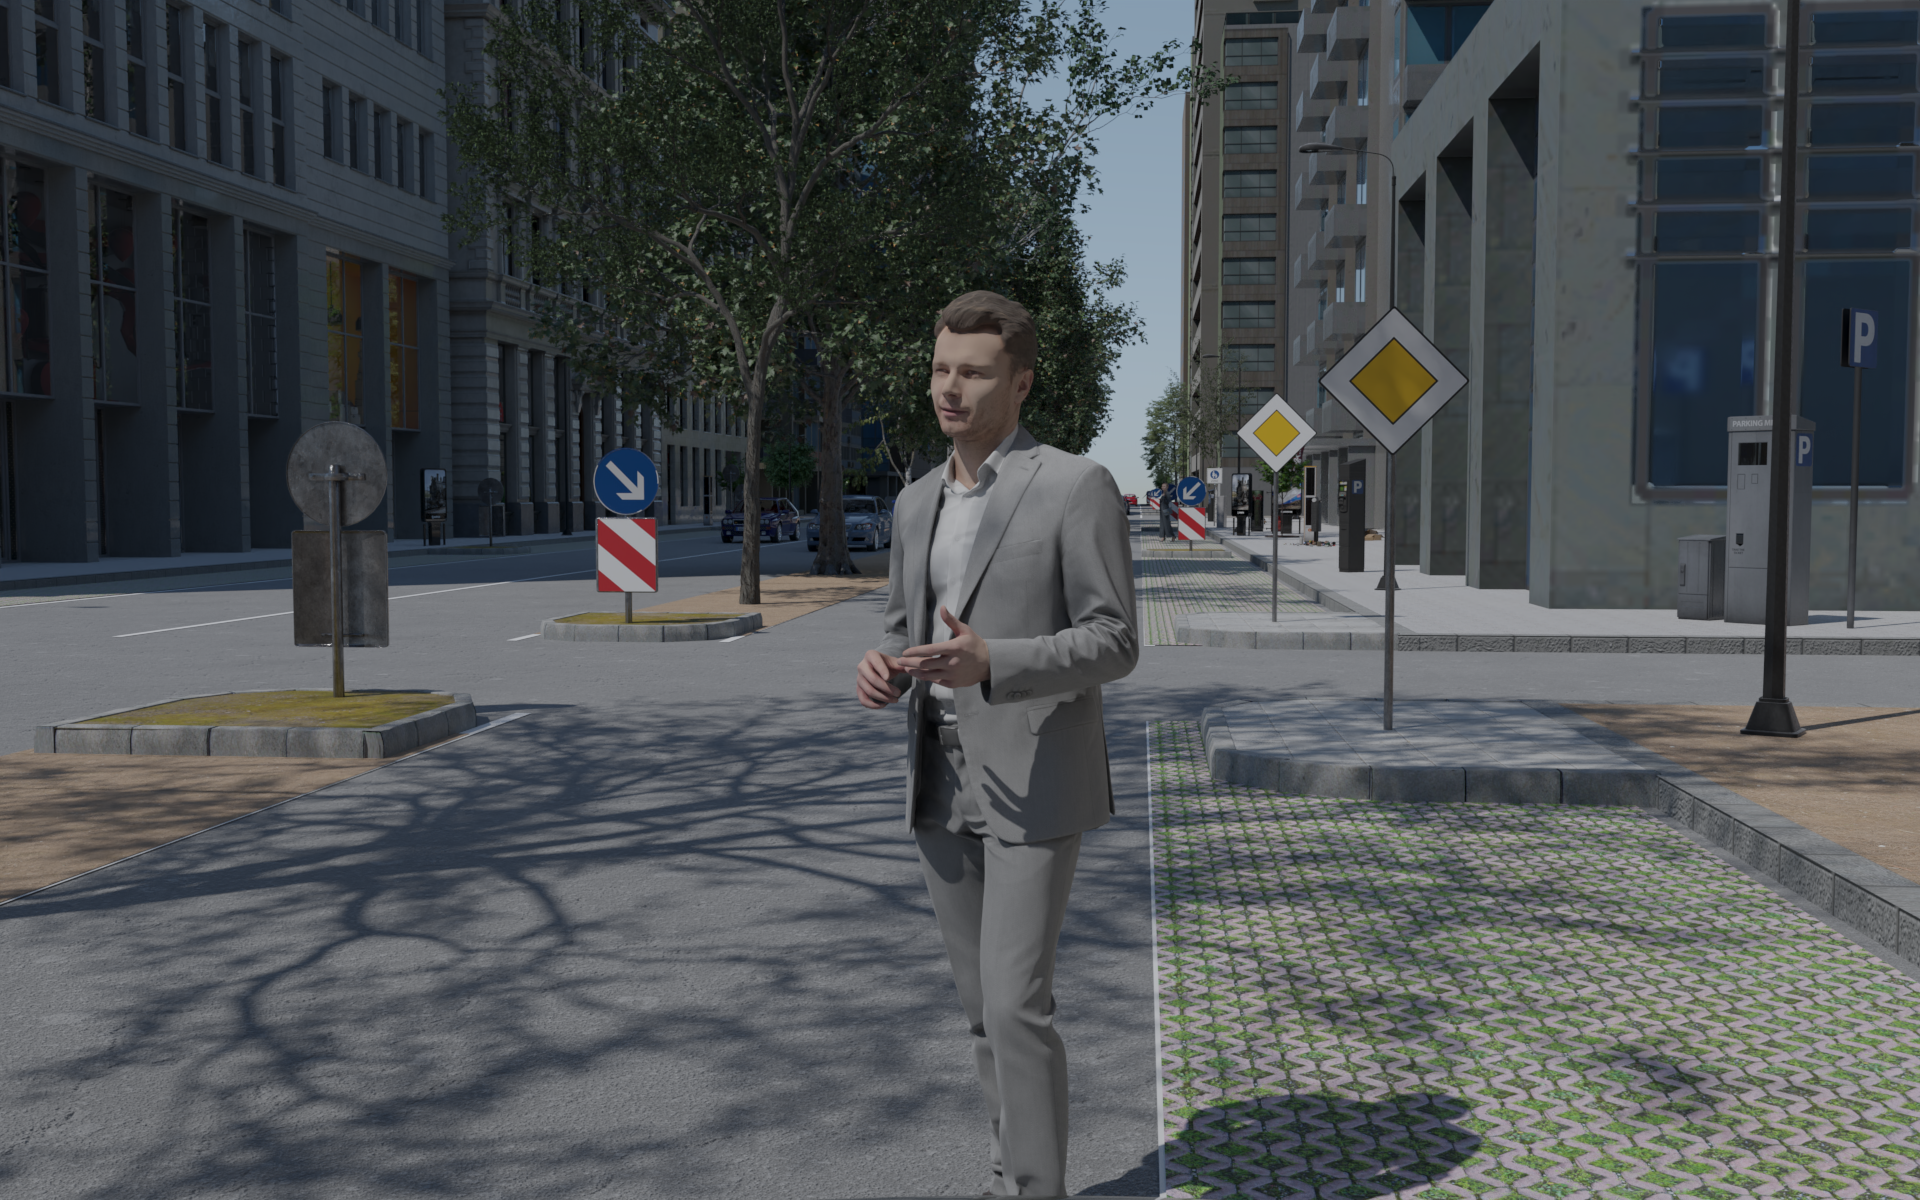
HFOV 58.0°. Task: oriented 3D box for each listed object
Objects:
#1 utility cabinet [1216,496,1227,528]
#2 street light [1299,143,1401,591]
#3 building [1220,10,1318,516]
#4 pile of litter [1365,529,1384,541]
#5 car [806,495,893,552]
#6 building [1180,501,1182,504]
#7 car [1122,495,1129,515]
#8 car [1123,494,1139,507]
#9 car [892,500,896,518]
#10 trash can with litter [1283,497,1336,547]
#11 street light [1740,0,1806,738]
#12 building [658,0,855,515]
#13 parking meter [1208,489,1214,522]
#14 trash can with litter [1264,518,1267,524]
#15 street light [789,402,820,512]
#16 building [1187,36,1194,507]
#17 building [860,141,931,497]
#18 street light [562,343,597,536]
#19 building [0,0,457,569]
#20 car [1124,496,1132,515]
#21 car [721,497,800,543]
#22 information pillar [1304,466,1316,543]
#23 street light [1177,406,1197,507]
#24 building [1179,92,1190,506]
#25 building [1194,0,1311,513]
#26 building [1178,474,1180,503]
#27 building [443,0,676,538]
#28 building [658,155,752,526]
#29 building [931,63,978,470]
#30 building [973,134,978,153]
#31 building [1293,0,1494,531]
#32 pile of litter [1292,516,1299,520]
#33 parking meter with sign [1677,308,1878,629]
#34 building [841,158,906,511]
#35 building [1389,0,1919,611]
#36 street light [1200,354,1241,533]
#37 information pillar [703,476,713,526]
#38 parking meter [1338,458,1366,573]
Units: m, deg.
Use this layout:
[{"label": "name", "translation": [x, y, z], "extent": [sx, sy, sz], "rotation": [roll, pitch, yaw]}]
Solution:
[{"label": "utility cabinet", "translation": [10.031, -3.380, 66.420], "extent": [0.306, 1.237, 1.020], "rotation": [1, 4, 15]}, {"label": "street light", "translation": [5.182, -3.088, 23.038], "extent": [1.470, 5.913, 1.316], "rotation": [0, 4, 6]}, {"label": "building", "translation": [23.034, -20.532, 107.405], "extent": [14.160, 30.474, 14.107], "rotation": [0, 4, 6]}, {"label": "pile of litter", "translation": [11.286, -2.097, 48.245], "extent": [1.176, 0.858, 1.719], "rotation": [3, 5, 40]}, {"label": "car", "translation": [-2.764, -1.998, 44.663], "extent": [2.014, 1.417, 4.499], "rotation": [0, 4, 6]}, {"label": "building", "translation": [37.355, -35.647, 206.523], "extent": [21.300, 48.544, 21.600], "rotation": [0, 4, 6]}, {"label": "car", "translation": [10.342, -6.381, 116.334], "extent": [2.014, 1.417, 4.499], "rotation": [0, 4, 7]}, {"label": "car", "translation": [19.085, -11.369, 194.925], "extent": [2.155, 1.783, 4.494], "rotation": [0, 4, 5]}, {"label": "car", "translation": [-2.583, -5.007, 91.448], "extent": [1.945, 1.707, 3.694], "rotation": [0, 4, 5]}, {"label": "trash can with litter", "translation": [8.774, -1.951, 42.964], "extent": [1.678, 1.210, 2.233], "rotation": [0, 4, 5]}, {"label": "street light", "translation": [3.819, -2.240, 9.165], "extent": [1.470, 5.913, 1.316], "rotation": [0, 4, 6]}, {"label": "building", "translation": [-18.883, -27.838, 109.774], "extent": [22.147, 44.769, 28.867], "rotation": [0, 4, 6]}, {"label": "parking meter", "translation": [11.663, -4.392, 80.225], "extent": [0.372, 1.533, 0.369], "rotation": [0, 3, 0]}, {"label": "trash can with litter", "translation": [12.692, -3.826, 73.944], "extent": [0.624, 1.170, 1.055], "rotation": [-2, 4, -32]}, {"label": "street light", "translation": [-8.083, -7.047, 87.758], "extent": [1.470, 5.913, 1.316], "rotation": [0, 4, 6]}, {"label": "building", "translation": [27.894, -29.012, 157.934], "extent": [14.154, 41.232, 14.086], "rotation": [0, 4, 6]}, {"label": "building", "translation": [-10.340, -30.900, 155.324], "extent": [14.600, 45.320, 14.200], "rotation": [0, 4, 6]}, {"label": "street light", "translation": [-11.660, -4.953, 53.525], "extent": [1.470, 5.913, 1.316], "rotation": [0, 4, 6]}, {"label": "building", "translation": [-21.458, -15.744, 34.905], "extent": [11.434, 29.767, 29.804], "rotation": [0, 4, 6]}, {"label": "car", "translation": [10.989, -6.615, 120.731], "extent": [1.945, 1.354, 3.894], "rotation": [0, 4, 5]}, {"label": "car", "translation": [-5.964, -2.408, 51.945], "extent": [1.945, 1.354, 3.894], "rotation": [0, 4, 7]}, {"label": "information pillar", "translation": [9.227, -2.519, 45.671], "extent": [0.304, 2.012, 0.304], "rotation": [1, 4, 9]}, {"label": "street light", "translation": [12.348, -7.299, 91.873], "extent": [1.470, 5.913, 1.316], "rotation": [0, 4, 6]}, {"label": "building", "translation": [31.176, -32.943, 188.722], "extent": [14.600, 45.320, 14.200], "rotation": [0, 4, 6]}, {"label": "building", "translation": [27.857, -30.657, 124.939], "extent": [21.300, 48.544, 21.600], "rotation": [0, 4, 6]}, {"label": "building", "translation": [41.152, -56.233, 232.084], "extent": [22.319, 86.520, 31.000], "rotation": [0, 4, 6]}, {"label": "building", "translation": [-17.556, -14.115, 59.653], "extent": [11.050, 23.489, 19.941], "rotation": [0, 4, 6]}, {"label": "building", "translation": [-16.291, -13.659, 78.083], "extent": [10.420, 20.320, 16.860], "rotation": [0, 4, 6]}, {"label": "building", "translation": [-13.170, -36.944, 193.276], "extent": [28.713, 52.752, 27.495], "rotation": [0, 4, 6]}, {"label": "building", "translation": [-7.052, -36.833, 221.832], "extent": [23.786, 49.044, 30.456], "rotation": [0, 4, 6]}, {"label": "building", "translation": [25.297, -27.439, 68.243], "extent": [23.786, 49.044, 30.456], "rotation": [0, 4, 6]}, {"label": "pile of litter", "translation": [16.417, -4.503, 87.585], "extent": [1.719, 0.858, 1.176], "rotation": [1, 4, 16]}, {"label": "parking meter with sign", "translation": [7.993, -1.274, 17.091], "extent": [0.543, 3.016, 1.738], "rotation": [-3, 4, -38]}, {"label": "building", "translation": [-20.934, -27.224, 136.991], "extent": [32.217, 40.220, 23.993], "rotation": [0, 4, 6]}, {"label": "building", "translation": [23.142, -43.640, 26.181], "extent": [31.000, 86.520, 22.319], "rotation": [0, 4, 6]}, {"label": "street light", "translation": [8.745, -5.205, 57.642], "extent": [1.470, 5.913, 1.316], "rotation": [0, 4, 6]}, {"label": "information pillar", "translation": [-10.239, -4.027, 70.339], "extent": [0.304, 2.012, 0.304], "rotation": [1, 4, 13]}, {"label": "parking meter", "translation": [6.417, -1.386, 28.375], "extent": [0.399, 1.863, 0.255], "rotation": [-2, 4, -25]}]
